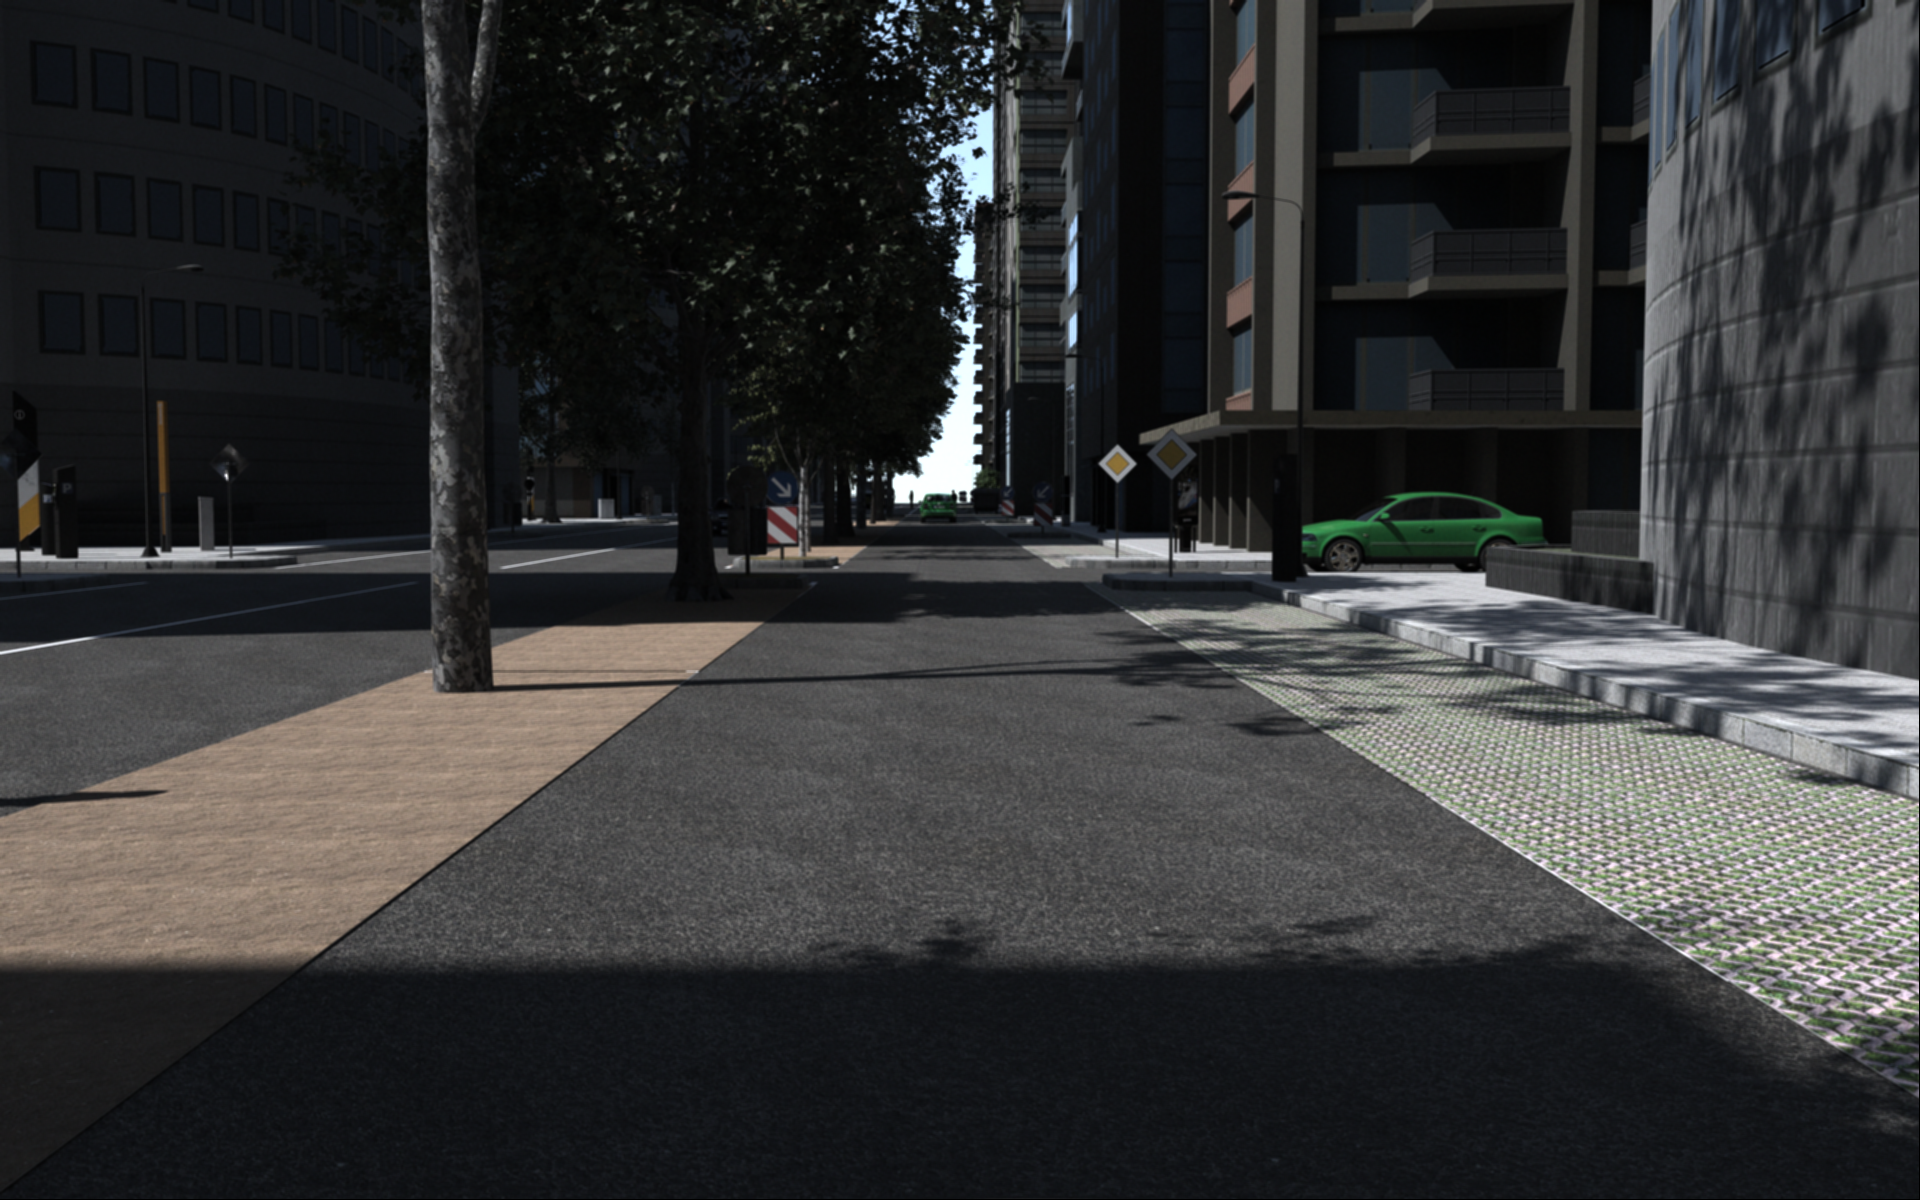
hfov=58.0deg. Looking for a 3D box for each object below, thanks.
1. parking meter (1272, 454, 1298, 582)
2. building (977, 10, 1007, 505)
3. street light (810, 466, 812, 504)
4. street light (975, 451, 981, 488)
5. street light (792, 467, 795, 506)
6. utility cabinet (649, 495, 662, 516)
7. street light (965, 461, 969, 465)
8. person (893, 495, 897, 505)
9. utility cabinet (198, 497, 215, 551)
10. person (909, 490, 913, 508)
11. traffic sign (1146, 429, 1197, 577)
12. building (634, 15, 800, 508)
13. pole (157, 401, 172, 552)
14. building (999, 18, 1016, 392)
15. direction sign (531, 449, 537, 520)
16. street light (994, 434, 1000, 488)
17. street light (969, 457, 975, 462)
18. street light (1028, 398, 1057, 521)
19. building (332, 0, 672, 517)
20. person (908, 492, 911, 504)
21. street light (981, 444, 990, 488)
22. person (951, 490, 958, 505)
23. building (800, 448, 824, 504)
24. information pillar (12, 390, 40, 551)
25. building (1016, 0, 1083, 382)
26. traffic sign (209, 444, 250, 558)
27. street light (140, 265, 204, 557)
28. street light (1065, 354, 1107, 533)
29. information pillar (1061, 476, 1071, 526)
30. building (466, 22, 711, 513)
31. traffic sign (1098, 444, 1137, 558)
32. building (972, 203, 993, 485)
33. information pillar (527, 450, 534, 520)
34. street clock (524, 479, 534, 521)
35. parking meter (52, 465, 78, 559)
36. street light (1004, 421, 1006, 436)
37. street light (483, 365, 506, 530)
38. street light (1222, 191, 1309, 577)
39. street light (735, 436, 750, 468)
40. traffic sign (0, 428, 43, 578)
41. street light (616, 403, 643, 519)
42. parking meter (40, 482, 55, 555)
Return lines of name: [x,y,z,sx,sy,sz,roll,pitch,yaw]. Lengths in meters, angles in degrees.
parking meter: [4.769,-1.207,25.442,0.255,1.863,0.399,-1,4,-11]
building: [12.653,-48.368,229.062,20.563,71.187,20.611,0,4,-1]
street light: [-18.487,-15.164,220.469,1.470,5.913,1.316,0,4,-1]
street light: [2.602,-13.053,185.960,1.470,5.913,1.316,0,4,-1]
street light: [-18.122,-13.547,194.042,1.470,5.913,1.316,0,4,-1]
utility cabinet: [-18.225,-5.659,103.692,0.306,1.237,1.020,1,4,18]
street light: [1.770,-16.543,243.015,1.470,5.913,1.316,0,4,-1]
person: [-8.911,-13.796,234.748,0.721,1.739,1.217,-2,4,-28]
utility cabinet: [-17.224,-1.740,39.612,0.306,1.237,1.020,-2,4,-25]
person: [-4.873,-10.099,173.637,0.705,1.822,1.348,-1,4,-16]
traffic sign: [3.257,-1.412,26.730,0.795,2.450,0.064,0,4,-1]
building: [-30.831,-40.621,206.157,21.231,58.520,28.212,0,4,-1]
pole: [-17.491,-2.705,38.067,0.158,3.312,0.155,0,3,0]
building: [18.501,-35.624,171.690,28.713,52.752,27.495,0,4,-1]
direction sign: [-21.060,-5.707,85.309,0.379,3.537,0.876,-1,4,-9]
street light: [3.293,-9.859,133.743,1.470,5.913,1.316,0,4,-1]
street light: [2.164,-14.946,216.907,1.470,5.913,1.316,0,4,-1]
street light: [3.992,-6.800,83.729,1.470,5.913,1.316,0,4,-1]
building: [-28.627,-35.506,122.527,21.231,58.520,28.212,0,4,-1]
person: [-7.135,-14.886,251.960,0.705,1.814,1.350,-3,4,-36]
street light: [2.921,-11.456,159.851,1.470,5.913,1.316,0,4,-1]
person: [-0.627,-7.669,134.411,0.750,1.759,0.617,-2,4,-33]
building: [-26.913,-35.018,256.135,14.154,41.232,14.086,0,4,-1]
information pillar: [-20.996,-2.910,38.939,0.504,3.616,0.183,0,4,-5]
building: [10.836,-26.740,120.785,14.154,41.232,14.086,0,4,-1]
traffic sign: [-14.542,-1.887,34.499,0.795,2.450,0.064,0,4,-1]
street light: [-16.037,-3.837,35.276,1.470,5.913,1.316,0,4,-1]
street light: [4.191,-5.203,57.618,1.470,5.913,1.316,0,4,-1]
information pillar: [4.214,-3.943,68.967,0.304,2.012,0.304,-1,4,-14]
building: [-28.866,-37.229,150.686,21.231,58.520,28.212,0,4,-1]
traffic sign: [3.151,-1.900,34.714,0.795,2.450,0.064,0,4,-1]
building: [13.013,-36.694,254.568,22.147,44.769,28.867,0,4,-1]
information pillar: [-20.956,-5.699,84.528,0.183,3.616,0.504,1,4,14]
street clock: [-20.638,-4.798,83.021,0.471,2.002,0.358,-1,4,-15]
parking meter: [-17.837,-1.761,34.506,0.255,1.863,0.399,3,5,44]
street light: [3.473,-8.397,109.835,1.470,5.913,1.316,0,4,-1]
street light: [-16.317,-5.434,61.386,1.470,5.913,1.316,0,4,-1]
street light: [4.709,-3.312,26.699,1.470,5.913,1.316,0,4,-1]
street light: [-17.260,-10.092,137.547,1.470,5.913,1.316,0,4,-1]
traffic sign: [-14.436,-1.399,26.515,0.795,2.450,0.064,0,4,-1]
street light: [-16.711,-7.031,87.493,1.470,5.913,1.316,0,4,-1]
parking meter: [-19.093,-1.710,36.370,0.372,1.533,0.369,0,3,0]
